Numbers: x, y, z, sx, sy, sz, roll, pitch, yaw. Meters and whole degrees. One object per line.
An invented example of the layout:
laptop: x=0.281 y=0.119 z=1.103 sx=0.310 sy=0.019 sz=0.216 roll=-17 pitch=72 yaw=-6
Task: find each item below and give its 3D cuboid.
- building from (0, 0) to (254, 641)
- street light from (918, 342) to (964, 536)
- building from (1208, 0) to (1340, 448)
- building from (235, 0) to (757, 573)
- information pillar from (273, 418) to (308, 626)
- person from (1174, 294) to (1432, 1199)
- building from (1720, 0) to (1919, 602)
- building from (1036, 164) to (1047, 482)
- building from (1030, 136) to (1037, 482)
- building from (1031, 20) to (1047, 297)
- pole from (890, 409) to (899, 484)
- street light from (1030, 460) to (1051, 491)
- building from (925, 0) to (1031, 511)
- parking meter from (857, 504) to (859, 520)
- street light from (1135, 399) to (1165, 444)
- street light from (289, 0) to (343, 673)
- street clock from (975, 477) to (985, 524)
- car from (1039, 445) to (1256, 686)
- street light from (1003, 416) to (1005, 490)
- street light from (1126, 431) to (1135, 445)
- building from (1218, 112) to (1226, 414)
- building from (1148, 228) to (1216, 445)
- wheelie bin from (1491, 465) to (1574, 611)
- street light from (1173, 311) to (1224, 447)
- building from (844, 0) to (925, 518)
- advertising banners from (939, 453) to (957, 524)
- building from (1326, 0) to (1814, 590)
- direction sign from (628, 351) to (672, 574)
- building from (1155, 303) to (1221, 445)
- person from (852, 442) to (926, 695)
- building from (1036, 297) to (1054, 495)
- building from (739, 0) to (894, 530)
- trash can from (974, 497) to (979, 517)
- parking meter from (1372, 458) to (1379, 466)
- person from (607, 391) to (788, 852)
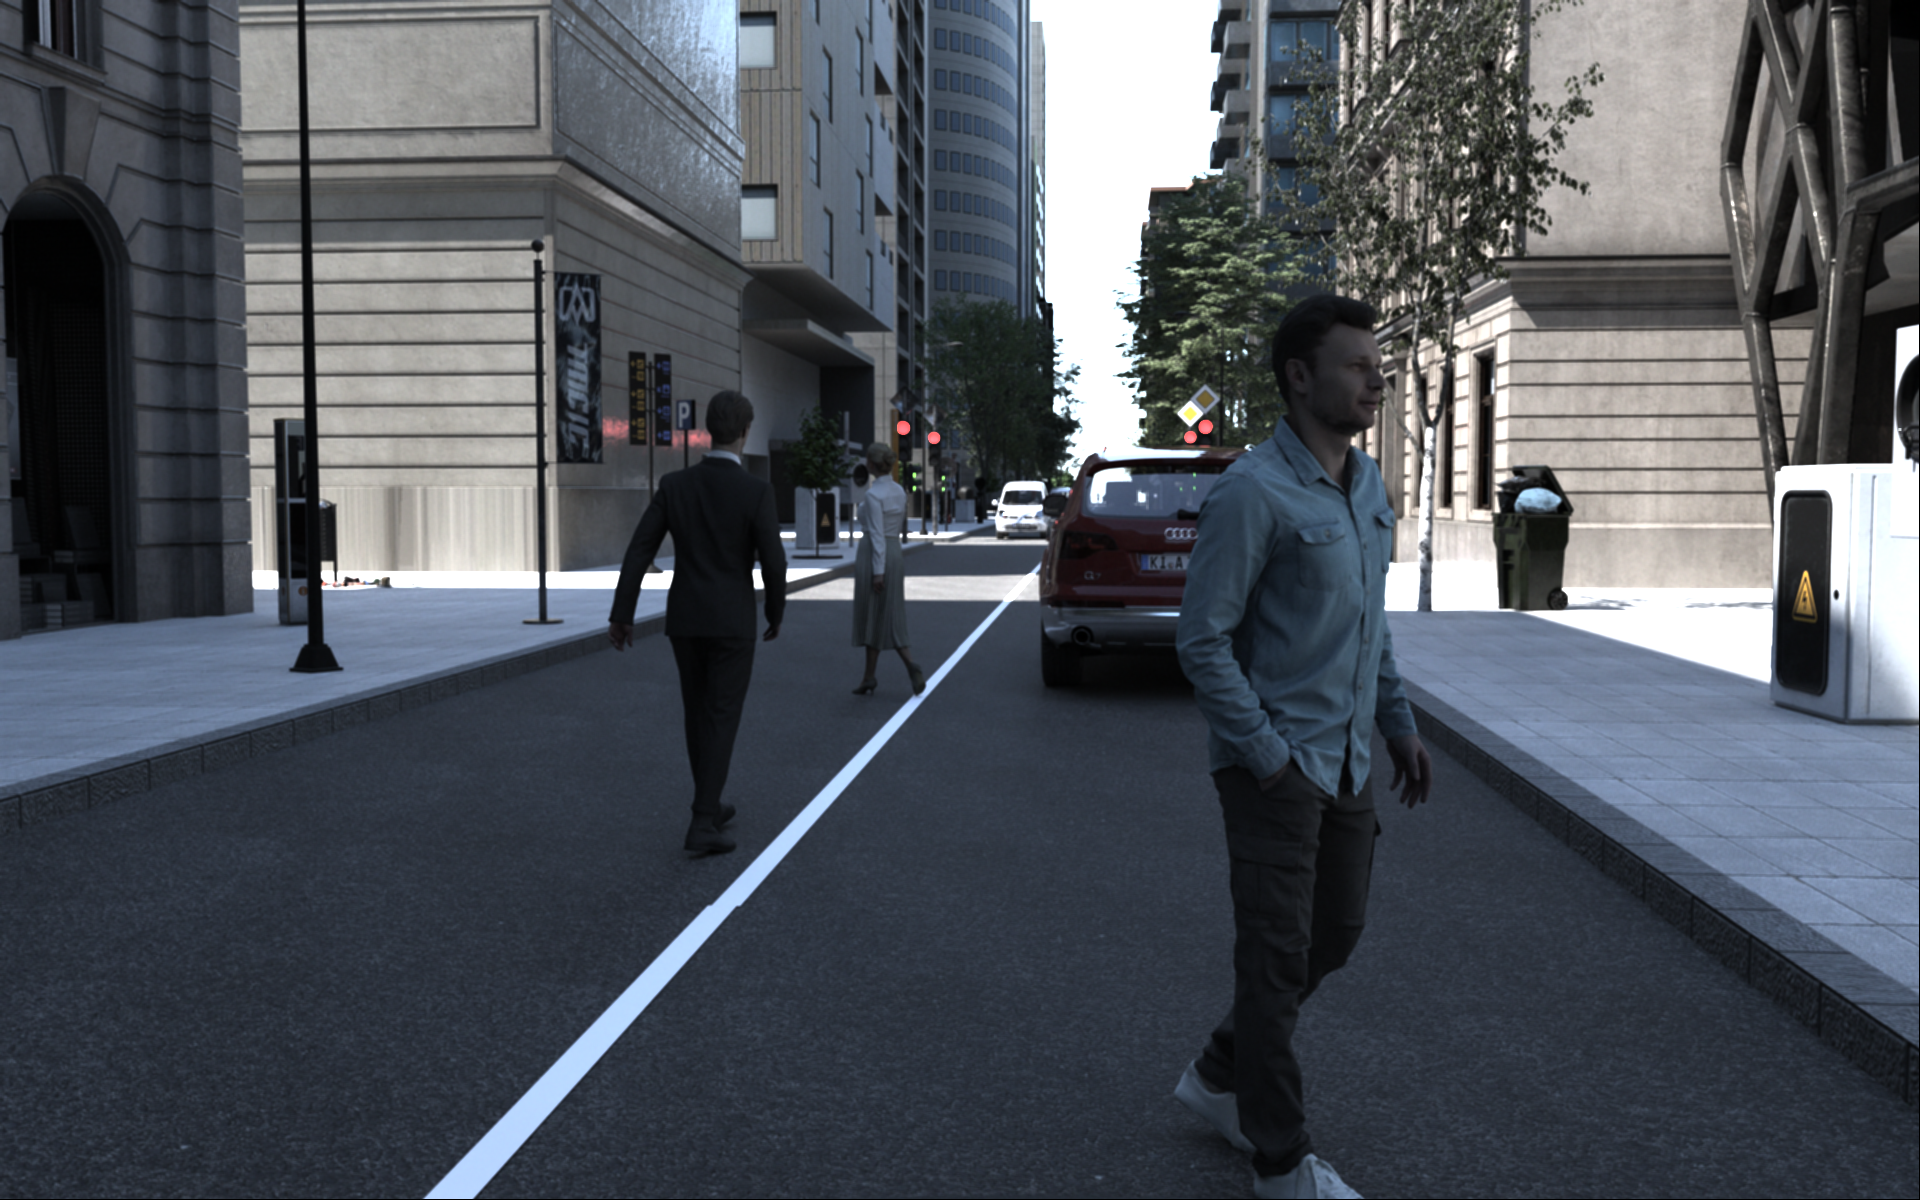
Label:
building: x=-14.488 y=-10.114 z=7.164 sx=13.314 sy=21.916 sz=24.055 roll=0 pitch=4 yaw=5
street light: x=-0.581 y=-4.935 z=53.229 sx=1.470 sy=5.913 sz=1.316 roll=0 pitch=4 yaw=5
building: x=25.535 y=-29.156 z=96.311 sx=23.786 sy=49.044 sz=30.456 roll=0 pitch=4 yaw=5
building: x=-20.098 y=-12.396 z=35.960 sx=30.059 sy=22.955 sz=16.112 roll=0 pitch=4 yaw=5
information pillar: x=-6.501 y=-0.763 z=16.975 sx=0.304 sy=2.012 sz=0.304 roll=-3 pitch=5 yaw=-39
person: x=0.664 y=0.302 z=3.581 sx=0.620 sy=1.820 sz=0.660 roll=3 pitch=5 yaw=39
building: x=15.598 y=-8.920 z=13.287 sx=16.820 sy=18.784 sz=16.811 roll=0 pitch=4 yaw=5
building: x=-0.593 y=-37.265 z=228.885 sx=23.786 sy=49.044 sz=30.456 roll=0 pitch=4 yaw=5
building: x=1.186 y=-31.130 z=192.562 sx=14.154 sy=41.232 sz=14.086 roll=0 pitch=4 yaw=5
building: x=5.135 y=-50.755 z=268.098 sx=20.563 sy=71.187 sz=20.611 roll=0 pitch=4 yaw=5
pole: x=-1.575 y=-2.931 z=41.763 sx=0.158 sy=3.312 sz=0.155 roll=0 pitch=3 yaw=0
street light: x=5.816 y=-9.583 z=129.221 sx=1.470 sy=5.913 sz=1.316 roll=0 pitch=4 yaw=5
building: x=-4.140 y=-38.458 z=170.791 sx=21.231 sy=58.520 sz=28.212 roll=0 pitch=4 yaw=5
parking meter: x=-4.897 y=-4.698 z=85.229 sx=0.372 sy=1.533 sz=0.369 roll=0 pitch=3 yaw=0
street light: x=9.440 y=-6.852 z=84.577 sx=1.470 sy=5.913 sz=1.316 roll=0 pitch=4 yaw=5
street light: x=-4.137 y=-2.435 z=12.348 sx=1.470 sy=5.913 sz=1.316 roll=0 pitch=4 yaw=5
street clock: x=0.877 y=-4.339 z=75.508 sx=0.358 sy=2.002 sz=0.471 roll=3 pitch=5 yaw=41
car: x=1.781 y=-0.348 z=14.363 sx=2.281 sy=1.827 sz=5.304 roll=0 pitch=4 yaw=6
street light: x=2.989 y=-7.537 z=95.778 sx=1.470 sy=5.913 sz=1.316 roll=0 pitch=4 yaw=5
street light: x=13.139 y=-9.448 z=127.018 sx=1.470 sy=5.913 sz=1.316 roll=0 pitch=4 yaw=5
building: x=34.286 y=-27.558 z=142.450 sx=32.217 sy=40.220 sz=23.993 roll=0 pitch=4 yaw=5
building: x=28.525 y=-25.730 z=192.393 sx=14.160 sy=30.474 sz=14.107 roll=0 pitch=4 yaw=5
wheelie bin: x=6.316 y=-0.688 z=19.152 sx=0.693 sy=1.594 sz=0.980 roll=-1 pitch=4 yaw=-17
street light: x=6.122 y=-4.381 z=44.169 sx=1.470 sy=5.913 sz=1.316 roll=0 pitch=4 yaw=5
building: x=-10.513 y=-40.611 z=102.241 sx=20.563 sy=71.187 sz=20.611 roll=0 pitch=4 yaw=5
advertising banners: x=-0.502 y=-4.754 z=73.911 sx=0.090 sy=3.025 sz=2.074 roll=1 pitch=4 yaw=21
building: x=12.762 y=-10.212 z=31.595 sx=10.561 sy=19.102 sz=19.286 roll=0 pitch=4 yaw=5
direction sign: x=-4.975 y=-2.193 z=27.860 sx=0.379 sy=3.537 sz=0.876 roll=3 pitch=4 yaw=39
building: x=33.537 y=-19.918 z=170.703 sx=27.650 sy=21.520 sz=28.899 roll=0 pitch=4 yaw=5
person: x=-0.506 y=-0.218 z=12.291 sx=0.641 sy=1.798 sz=0.478 roll=3 pitch=5 yaw=43
building: x=6.405 y=-29.326 z=251.180 sx=14.160 sy=30.474 sz=14.107 roll=0 pitch=4 yaw=5
building: x=-17.258 y=-29.291 z=68.148 sx=28.713 sy=52.752 sz=27.495 roll=0 pitch=4 yaw=5
trash can: x=0.728 y=-5.162 z=96.046 sx=0.748 sy=1.137 sz=0.748 roll=0 pitch=3 yaw=0
parking meter: x=6.568 y=-1.364 z=28.017 sx=0.255 sy=1.863 sz=0.399 roll=3 pitch=4 yaw=39
person: x=-0.995 y=0.072 z=7.093 sx=0.659 sy=1.850 sz=0.755 roll=1 pitch=4 yaw=15
